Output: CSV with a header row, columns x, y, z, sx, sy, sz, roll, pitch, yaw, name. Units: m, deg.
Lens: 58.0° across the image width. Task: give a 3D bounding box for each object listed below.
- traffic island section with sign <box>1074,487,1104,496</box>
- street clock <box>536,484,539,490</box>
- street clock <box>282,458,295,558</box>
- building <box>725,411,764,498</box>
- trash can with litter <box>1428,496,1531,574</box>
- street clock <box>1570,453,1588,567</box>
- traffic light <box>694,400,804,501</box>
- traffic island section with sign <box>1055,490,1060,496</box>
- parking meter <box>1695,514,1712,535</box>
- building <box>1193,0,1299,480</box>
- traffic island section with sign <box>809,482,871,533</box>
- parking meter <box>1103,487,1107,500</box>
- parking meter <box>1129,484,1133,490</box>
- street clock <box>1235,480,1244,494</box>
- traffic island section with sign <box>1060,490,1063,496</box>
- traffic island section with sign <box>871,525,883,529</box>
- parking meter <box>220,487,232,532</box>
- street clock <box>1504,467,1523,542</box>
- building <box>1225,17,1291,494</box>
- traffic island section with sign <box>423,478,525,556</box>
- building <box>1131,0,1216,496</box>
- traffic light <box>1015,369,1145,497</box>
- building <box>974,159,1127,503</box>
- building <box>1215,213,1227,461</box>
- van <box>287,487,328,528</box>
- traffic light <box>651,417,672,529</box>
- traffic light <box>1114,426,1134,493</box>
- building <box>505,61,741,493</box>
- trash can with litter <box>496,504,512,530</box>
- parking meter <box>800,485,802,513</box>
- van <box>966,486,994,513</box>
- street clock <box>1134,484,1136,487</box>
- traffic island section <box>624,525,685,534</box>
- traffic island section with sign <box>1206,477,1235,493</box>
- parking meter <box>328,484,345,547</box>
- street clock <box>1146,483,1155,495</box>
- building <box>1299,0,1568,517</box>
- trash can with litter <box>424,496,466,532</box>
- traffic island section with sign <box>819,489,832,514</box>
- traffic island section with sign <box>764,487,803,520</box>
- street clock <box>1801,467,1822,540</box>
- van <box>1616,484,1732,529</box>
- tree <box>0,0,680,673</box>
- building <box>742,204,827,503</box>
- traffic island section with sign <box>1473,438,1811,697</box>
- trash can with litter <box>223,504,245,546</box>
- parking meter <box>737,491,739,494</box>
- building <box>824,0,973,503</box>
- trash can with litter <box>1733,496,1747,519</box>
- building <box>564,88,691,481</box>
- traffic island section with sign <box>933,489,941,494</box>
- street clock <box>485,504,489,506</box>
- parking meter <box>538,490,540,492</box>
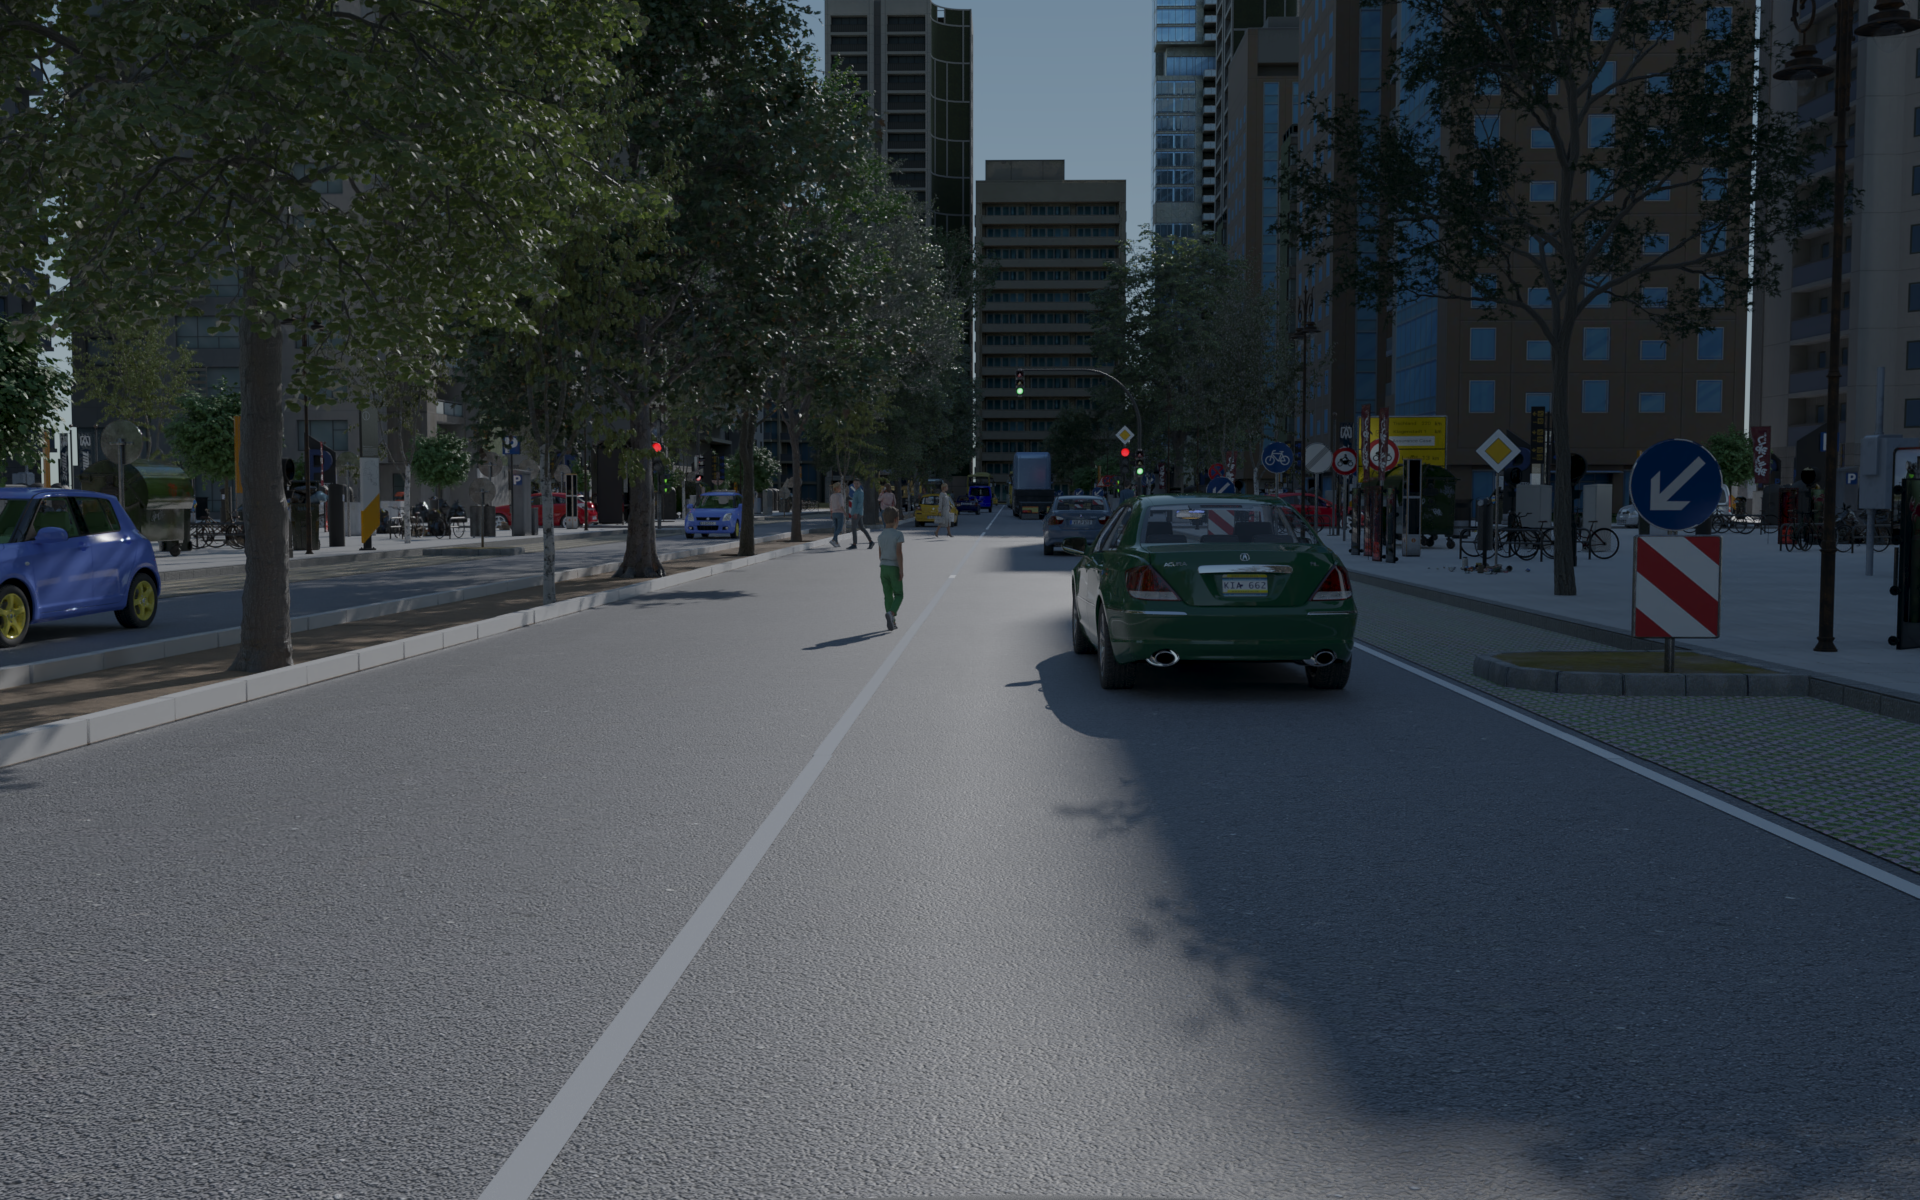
x,y,z,sx,sy,sz,roll,pitch,yaw,name
7.546,-5.380,96.594,1.989,1.847,2.006,0,4,2,traffic island section with sign
-26.639,-6.382,108.908,0.358,2.002,0.471,0,4,4,street clock
-13.502,-1.841,34.676,0.358,2.002,0.471,0,4,2,street clock
-30.414,-26.319,202.018,14.107,30.474,14.160,0,4,2,building
8.568,-1.076,28.654,1.678,1.210,2.233,1,4,18,trash can with litter
10.822,-1.594,30.633,0.471,2.002,0.358,2,4,28,street clock
-8.684,-5.918,71.433,4.771,5.953,1.251,0,4,2,traffic light
10.668,-11.707,200.036,1.989,1.847,2.006,0,4,2,traffic island section with sign
18.629,-2.139,43.378,0.372,1.533,0.369,0,3,0,parking meter
37.953,-46.313,195.469,20.563,71.187,20.611,0,4,2,building
-4.454,-3.395,63.650,2.006,1.907,1.989,0,4,2,traffic island section with sign
10.276,-7.188,123.235,0.399,1.863,0.255,-2,4,-27,parking meter
9.813,-5.783,100.271,0.399,1.863,0.255,3,5,39,parking meter
14.682,-5.302,91.263,0.471,2.002,0.358,2,4,34,street clock
8.374,-7.063,124.100,1.989,1.847,2.006,0,4,2,traffic island section with sign
-4.221,-3.848,71.054,2.006,1.907,1.989,0,4,2,traffic island section with sign
-24.791,-3.063,58.490,0.372,1.533,0.369,0,3,0,parking meter
14.889,-2.574,46.659,0.471,2.002,0.358,-2,4,-28,street clock
33.101,-31.460,164.475,14.600,45.320,14.200,0,4,2,building
-11.413,-1.977,40.946,1.989,1.847,2.006,0,4,2,traffic island section with sign
39.688,-57.486,252.575,31.000,86.520,22.319,0,4,2,building
4.391,-5.396,62.890,4.771,5.953,1.251,0,4,2,traffic light
12.980,-38.507,253.297,21.600,48.544,21.300,0,4,2,building
33.351,-24.943,179.516,14.160,30.474,14.107,0,4,2,building
-25.962,-3.734,68.069,4.112,2.044,2.013,0,4,3,van
-11.019,-4.560,63.479,0.839,4.253,0.868,0,4,2,traffic light
6.726,-5.017,70.950,0.839,4.253,0.868,0,4,2,traffic light
-38.022,-36.193,181.001,28.713,52.752,27.495,0,4,2,building
-15.951,-3.080,61.751,1.055,1.170,0.624,-3,5,-42,trash can with litter
-10.944,-6.832,117.410,0.399,1.863,0.255,0,4,6,parking meter
1.560,-8.018,135.482,2.240,2.365,5.245,0,4,1,van
12.767,-7.389,125.386,0.471,2.002,0.358,0,4,-1,street clock
-11.059,-2.528,63.615,2.009,0.180,2.903,0,4,2,traffic island section
5.838,-1.924,40.084,1.989,1.847,2.006,0,4,2,traffic island section with sign
-15.186,-2.066,42.190,0.372,1.533,0.369,0,3,0,parking meter
10.946,-5.798,99.369,0.471,2.002,0.358,2,4,35,street clock
30.624,-28.476,115.686,14.600,45.320,14.200,0,4,2,building
-18.215,-2.980,59.786,1.678,1.210,2.233,-3,5,-42,trash can with litter
-8.920,-7.009,123.223,1.989,1.847,2.006,0,4,2,traffic island section with sign
-9.750,-5.355,96.179,1.989,1.847,2.006,0,4,2,traffic island section with sign
22.699,-2.549,46.242,0.358,2.002,0.471,-2,4,-25,street clock
27.690,-3.685,67.254,4.112,2.044,2.013,0,4,2,van
-5.721,-5.719,14.090,7.486,12.596,7.792,0,3,0,tree
-33.688,-36.735,255.236,28.867,44.769,22.147,0,4,2,building
5.025,-0.276,13.141,1.989,1.847,2.006,0,4,2,traffic island section with sign
-17.953,-1.963,43.490,0.624,1.170,1.055,1,4,18,trash can with litter
-17.757,-7.896,137.515,0.372,1.533,0.369,0,3,0,parking meter
-8.513,-49.842,253.174,20.611,71.187,20.563,0,4,2,building
40.155,-4.755,89.138,0.624,1.170,1.055,2,4,29,trash can with litter
-34.321,-43.918,156.308,20.563,71.187,20.611,0,4,2,building
-1.961,-8.442,146.158,2.006,1.907,1.989,0,4,2,traffic island section with sign
-24.139,-5.127,88.391,0.358,2.002,0.471,3,5,44,street clock
-23.568,-5.389,96.519,0.372,1.533,0.369,0,3,0,parking meter
